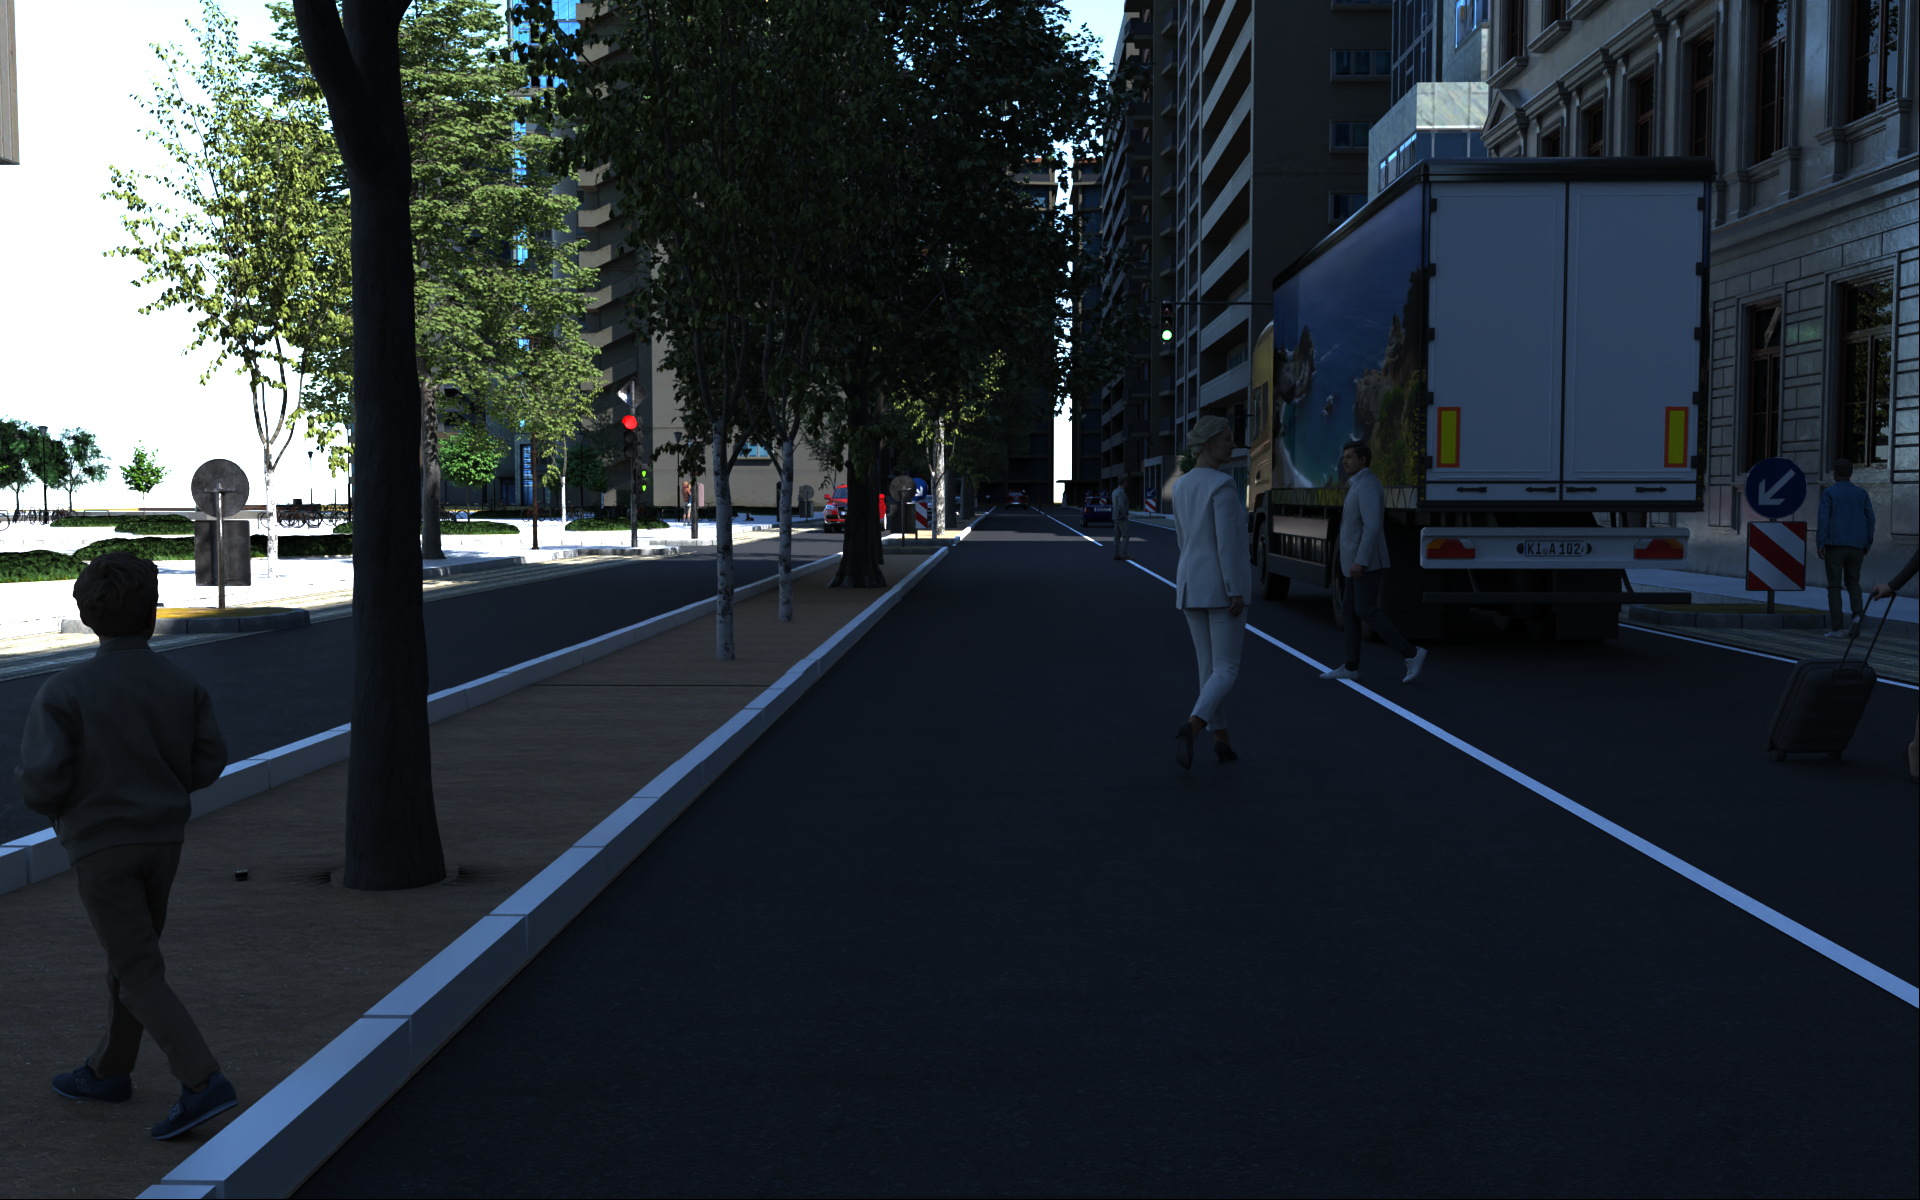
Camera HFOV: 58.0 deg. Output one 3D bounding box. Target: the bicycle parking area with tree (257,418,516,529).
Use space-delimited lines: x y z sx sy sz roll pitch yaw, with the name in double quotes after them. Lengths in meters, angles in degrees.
-22.955 -4.882 66.821 9.016 4.147 8.231 0 4 4 "bicycle parking area with tree"

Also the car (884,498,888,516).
-5.674 -6.336 113.387 2.009 1.686 4.222 0 4 0 "car"

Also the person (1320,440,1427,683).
3.167 -0.300 13.245 0.795 1.843 0.661 1 4 12 "person"

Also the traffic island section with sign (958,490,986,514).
0.901 -7.094 124.126 2.006 1.907 1.989 0 4 2 "traffic island section with sign"

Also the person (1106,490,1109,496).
14.809 -10.271 174.766 0.721 1.735 1.217 0 4 4 "person"

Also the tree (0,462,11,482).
-30.422 -3.588 53.272 1.663 3.219 1.824 0 3 0 "tree"

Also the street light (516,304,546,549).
-9.856 -4.112 40.021 0.468 5.910 1.993 0 4 2 "street light"

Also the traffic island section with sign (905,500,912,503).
-4.420 -8.749 151.668 1.989 1.847 2.006 0 4 2 "traffic island section with sign"

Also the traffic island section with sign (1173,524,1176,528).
10.116 -3.977 73.649 1.989 1.847 2.006 0 4 2 "traffic island section with sign"

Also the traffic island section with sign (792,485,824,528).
-6.582 -4.029 74.498 1.989 1.847 2.006 0 4 2 "traffic island section with sign"

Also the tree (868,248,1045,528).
-0.478 -10.004 72.679 9.857 13.997 8.962 0 3 0 "tree"

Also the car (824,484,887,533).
-3.924 -3.463 65.297 2.281 1.827 5.304 0 4 2 "car"

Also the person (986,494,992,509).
2.811 -9.690 170.116 0.799 1.438 0.628 3 4 36 "person"

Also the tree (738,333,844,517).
-9.686 -10.398 95.755 9.928 11.665 9.643 0 3 0 "tree"

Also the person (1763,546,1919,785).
4.824 0.003 8.664 0.699 1.804 1.509 -1 4 -11 "person"

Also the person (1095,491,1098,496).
13.151 -9.585 165.895 0.721 1.739 1.217 0 4 -3 "person"

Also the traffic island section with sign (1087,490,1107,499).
12.284 -8.694 150.775 1.989 1.847 2.006 0 4 2 "traffic island section with sign"

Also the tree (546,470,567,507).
-28.228 -7.740 121.144 1.663 3.219 1.824 0 3 0 "tree"

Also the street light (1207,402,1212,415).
12.465 -6.966 86.679 0.468 5.910 1.993 0 4 2 "street light"

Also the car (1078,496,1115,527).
6.181 -3.876 75.953 1.945 1.354 3.894 0 4 2 "car"

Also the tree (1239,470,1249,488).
12.707 -4.750 72.268 1.663 3.219 1.824 0 3 0 "tree"

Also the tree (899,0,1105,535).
-1.923 -12.336 60.045 12.611 20.169 13.585 0 3 0 "tree"

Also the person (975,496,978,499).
1.142 -10.193 175.295 1.348 1.807 0.705 1 4 11 "person"

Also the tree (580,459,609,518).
-19.248 -6.006 92.805 1.663 3.219 1.824 0 3 0 "tree"

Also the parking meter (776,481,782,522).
-8.226 -4.500 79.279 0.255 1.863 0.399 1 4 13 "parking meter"

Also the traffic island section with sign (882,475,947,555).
-1.410 -2.047 41.613 2.006 1.907 1.989 0 4 2 "traffic island section with sign"

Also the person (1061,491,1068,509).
10.155 -9.731 168.263 0.621 1.740 0.551 1 4 19 "person"

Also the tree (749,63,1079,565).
-1.648 -6.008 35.096 8.767 10.594 7.601 0 4 2 "tree"

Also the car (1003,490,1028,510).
5.107 -9.097 157.409 2.281 1.827 5.304 0 3 0 "car"

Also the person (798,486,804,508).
-10.137 -6.313 109.655 0.834 1.777 0.661 -1 4 -14 "person"

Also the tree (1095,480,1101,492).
16.436 -12.600 200.615 1.663 3.219 1.824 0 3 0 "tree"

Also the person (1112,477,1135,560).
3.494 -1.774 37.609 0.391 1.810 0.635 -1 4 -23 "person"

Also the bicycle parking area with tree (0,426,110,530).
-39.961 -5.122 70.754 9.016 4.147 8.231 3 5 44 "bicycle parking area with tree"

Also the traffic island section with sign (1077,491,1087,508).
13.064 -10.390 178.503 1.989 1.847 2.006 0 4 2 "traffic island section with sign"

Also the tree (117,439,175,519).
-28.606 -4.025 60.416 1.663 3.219 1.824 0 3 0 "tree"

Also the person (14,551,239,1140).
-1.887 0.542 3.903 0.640 1.303 0.475 1 4 22 "person"

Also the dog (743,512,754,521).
-10.038 -3.941 82.166 0.550 0.427 0.748 0 4 -7 "dog"

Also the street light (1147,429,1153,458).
13.573 -9.227 123.655 0.468 5.910 1.993 0 4 2 "street light"

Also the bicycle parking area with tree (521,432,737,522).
-15.374 -5.758 81.143 8.231 4.147 9.016 2 4 33 "bicycle parking area with tree"

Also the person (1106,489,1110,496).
14.931 -10.382 176.240 0.683 1.767 0.568 1 4 19 "person"

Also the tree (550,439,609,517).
-21.593 -7.046 98.913 4.285 4.588 4.351 0 3 0 "tree"

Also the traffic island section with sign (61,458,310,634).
-8.149 -0.607 18.556 1.989 1.847 2.006 0 4 2 "traffic island section with sign"

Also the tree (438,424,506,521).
-22.455 -5.848 79.323 4.285 4.588 4.351 0 3 0 "tree"

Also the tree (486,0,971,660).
-1.986 -3.769 14.438 4.737 8.622 4.395 0 3 0 "tree"

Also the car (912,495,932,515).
-1.912 -5.756 106.479 2.083 1.381 4.827 0 4 1 "car"

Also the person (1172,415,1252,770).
1.279 -0.041 9.042 0.514 1.842 0.818 3 5 39 "person"

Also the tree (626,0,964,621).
-1.962 -4.072 19.395 4.360 8.622 3.978 0 3 0 "tree"

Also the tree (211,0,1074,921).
-2.058 -5.688 5.830 12.009 13.543 11.850 0 3 0 "tree"

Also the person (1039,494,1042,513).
5.944 -7.121 128.182 0.557 1.426 1.065 0 4 4 "person"

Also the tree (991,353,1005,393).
-0.716 -5.953 50.153 4.737 8.622 4.395 0 3 0 "tree"

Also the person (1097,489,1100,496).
15.191 -11.197 189.252 0.705 1.807 1.348 1 4 11 "person"

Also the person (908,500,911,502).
-4.178 -8.038 139.935 0.705 1.823 1.348 0 4 -8 "person"

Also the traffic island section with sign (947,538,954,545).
-1.193 -2.500 49.017 2.006 1.907 1.989 0 4 2 "traffic island section with sign"

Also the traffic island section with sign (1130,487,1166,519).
10.883 -5.625 100.593 1.989 1.847 2.006 0 4 2 "traffic island section with sign"

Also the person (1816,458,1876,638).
8.742 -0.506 17.114 0.601 1.785 0.444 0 4 7 "person"

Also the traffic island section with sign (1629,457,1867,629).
8.597 -0.648 19.217 1.989 1.847 2.006 0 4 2 "traffic island section with sign"

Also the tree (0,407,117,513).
-63.054 -9.108 111.830 11.467 7.101 20.602 -1 4 -8 "tree"

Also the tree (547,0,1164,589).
-1.546 -6.536 26.335 9.611 12.733 9.660 0 3 0 "tree"

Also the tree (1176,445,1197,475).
14.090 -7.097 99.755 4.285 4.588 4.351 0 3 0 "tree"

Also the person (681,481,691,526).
-10.936 -3.899 69.762 0.580 1.828 0.573 0 4 -4 "person"
